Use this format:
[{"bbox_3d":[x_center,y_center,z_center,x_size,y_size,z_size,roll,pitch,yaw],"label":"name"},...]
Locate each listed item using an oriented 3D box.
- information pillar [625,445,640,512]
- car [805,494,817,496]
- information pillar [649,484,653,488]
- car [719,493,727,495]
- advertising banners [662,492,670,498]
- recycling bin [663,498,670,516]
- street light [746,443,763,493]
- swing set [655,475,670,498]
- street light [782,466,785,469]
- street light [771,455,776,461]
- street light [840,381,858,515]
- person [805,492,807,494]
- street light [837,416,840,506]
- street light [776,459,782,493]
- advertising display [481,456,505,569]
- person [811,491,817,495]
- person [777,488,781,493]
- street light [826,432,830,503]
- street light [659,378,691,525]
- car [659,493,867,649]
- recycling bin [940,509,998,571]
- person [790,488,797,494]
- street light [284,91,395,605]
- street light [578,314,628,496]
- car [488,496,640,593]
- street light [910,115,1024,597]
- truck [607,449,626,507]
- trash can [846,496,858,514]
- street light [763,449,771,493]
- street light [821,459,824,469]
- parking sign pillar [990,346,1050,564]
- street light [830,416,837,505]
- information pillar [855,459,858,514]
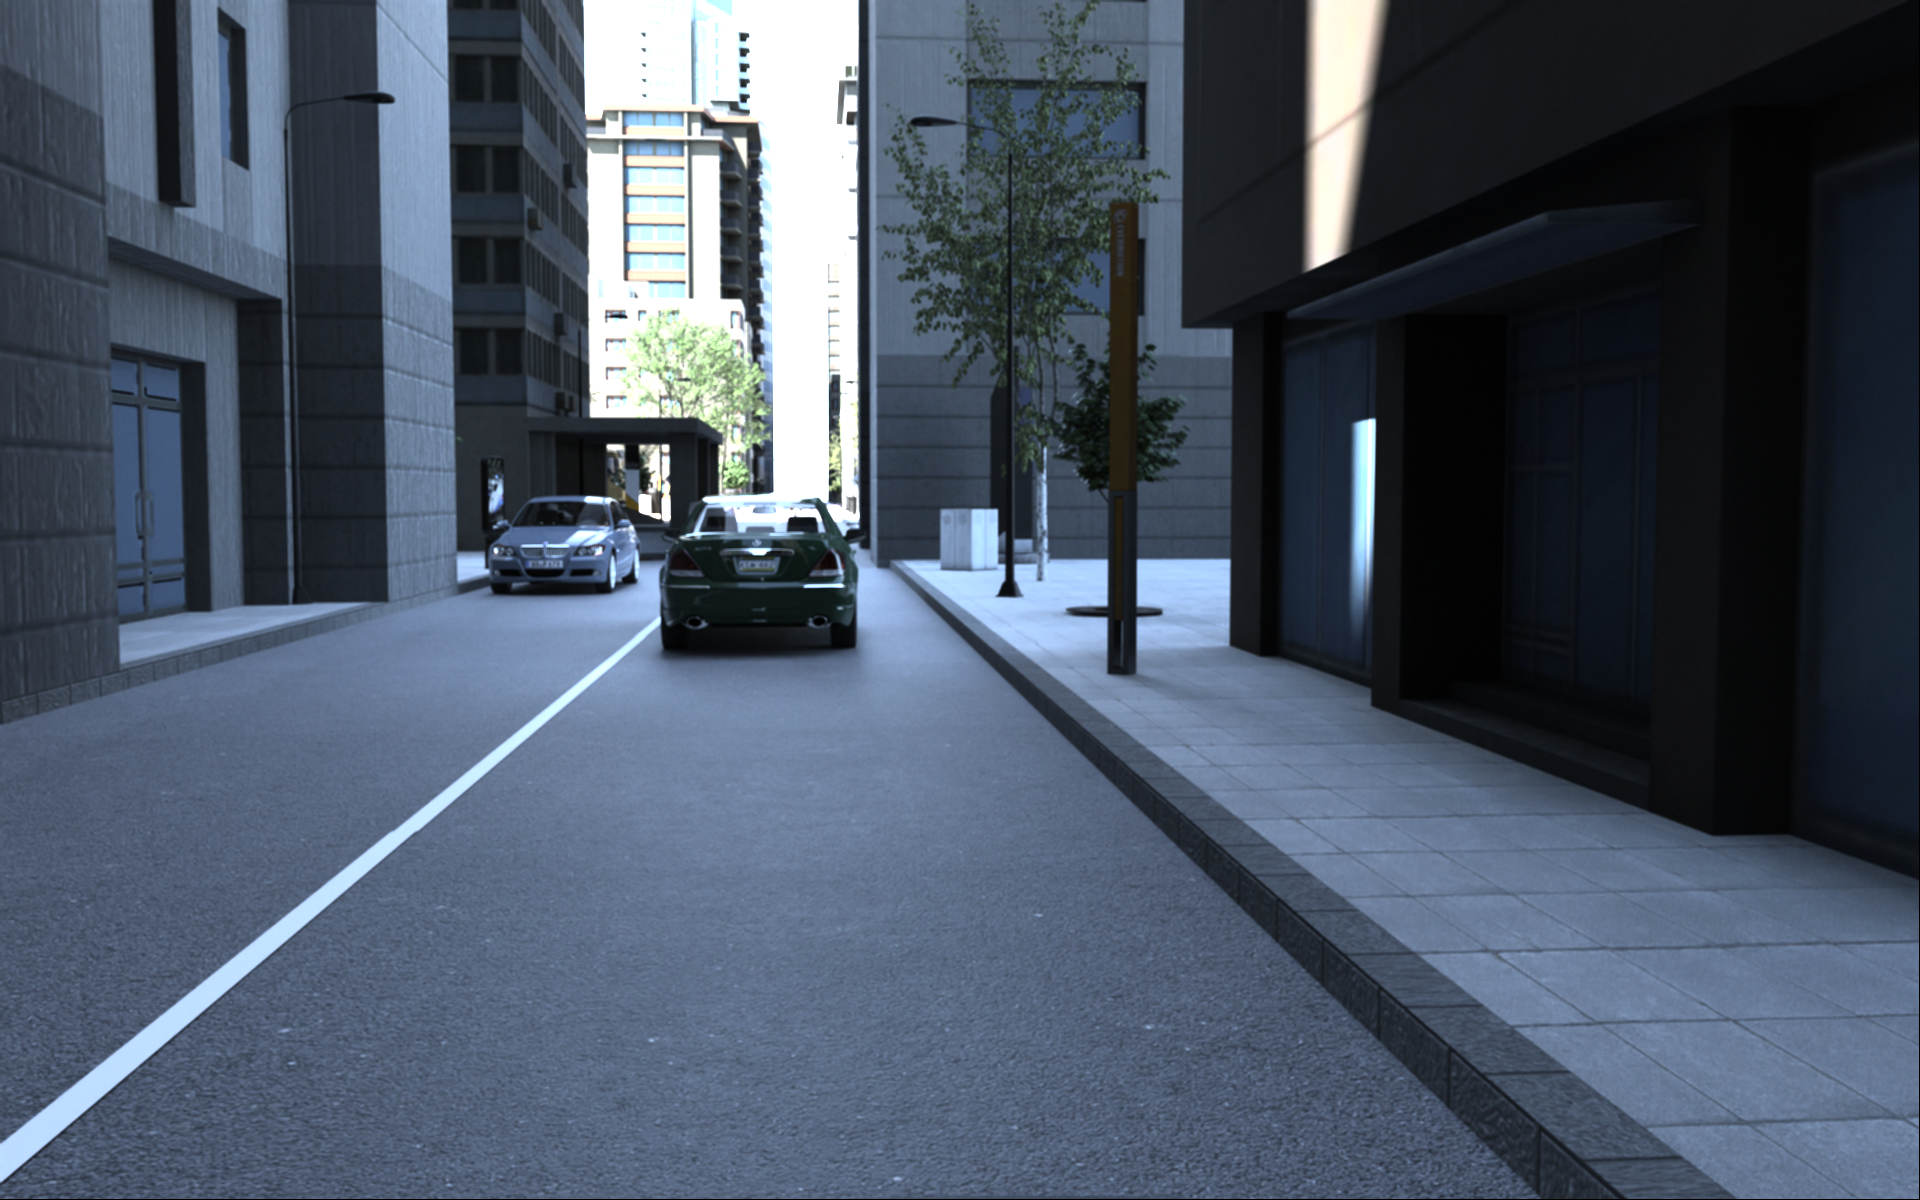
[{"bbox_3d":[-11.045,-4.105,58.465,0.504,3.616,0.183,-1,4,-14],"label":"information pillar"},{"bbox_3d":[-12.575,-8.111,144.615,2.014,1.417,4.499,0,4,-5],"label":"car"},{"bbox_3d":[-20.139,-6.612,112.591,0.304,2.012,0.304,3,5,42],"label":"information pillar"},{"bbox_3d":[-9.204,-3.373,64.187,2.155,1.783,4.494,0,4,-7],"label":"car"},{"bbox_3d":[-23.091,-8.707,138.540,2.074,3.025,0.090,0,4,1],"label":"advertising banners"},{"bbox_3d":[-17.478,-5.591,103.967,0.722,1.027,0.722,0,4,3],"label":"recycling bin"},{"bbox_3d":[-18.548,-11.134,154.582,1.470,5.913,1.316,0,4,-5],"label":"street light"},{"bbox_3d":[-20.355,-7.832,125.675,2.862,2.851,3.119,-1,4,-16],"label":"swing set"},{"bbox_3d":[-27.633,-17.712,262.135,1.470,5.913,1.316,0,4,-5],"label":"street light"},{"bbox_3d":[-22.724,-14.173,204.269,1.470,5.913,1.316,0,4,-5],"label":"street light"},{"bbox_3d":[-4.057,-6.026,71.071,1.470,5.913,1.316,0,4,-5],"label":"street light"},{"bbox_3d":[-21.194,-14.065,239.197,0.721,1.736,1.217,1,4,12],"label":"person"},{"bbox_3d":[-4.728,-6.509,78.962,1.470,5.913,1.316,0,4,-5],"label":"street light"},{"bbox_3d":[-25.549,-16.204,237.475,1.470,5.913,1.316,0,4,-5],"label":"street light"},{"bbox_3d":[-8.101,-1.520,30.068,0.123,1.923,0.974,0,4,2],"label":"advertising display"},{"bbox_3d":[-13.216,-8.983,156.172,0.742,1.727,0.445,0,4,6],"label":"person"},{"bbox_3d":[-10.792,-5.835,104.180,0.850,1.792,0.678,0,4,-1],"label":"person"},{"bbox_3d":[-9.062,-9.585,129.254,1.470,5.913,1.316,0,4,-5],"label":"street light"},{"bbox_3d":[-11.449,-5.925,69.417,1.470,5.913,1.316,0,4,-5],"label":"street light"},{"bbox_3d":[-1.984,-0.349,17.509,2.131,1.459,4.920,0,4,-5],"label":"car"},{"bbox_3d":[0.154,-1.020,29.232,0.722,1.027,0.722,3,5,41],"label":"recycling bin"},{"bbox_3d":[-10.297,-6.061,107.557,0.622,1.834,0.822,1,4,9],"label":"person"},{"bbox_3d":[-7.221,-2.909,20.102,1.470,5.913,1.316,0,4,-5],"label":"street light"},{"bbox_3d":[-9.256,-4.417,44.766,1.470,5.913,1.316,0,4,-5],"label":"street light"},{"bbox_3d":[-5.978,-0.889,26.541,2.014,1.417,4.499,0,4,-3],"label":"car"},{"bbox_3d":[0.085,-2.992,21.463,1.470,5.913,1.316,0,4,-5],"label":"street light"},{"bbox_3d":[-18.085,-4.760,73.750,9.791,3.379,3.469,0,4,-3],"label":"truck"},{"bbox_3d":[-7.037,-6.197,112.966,0.748,1.137,0.748,0,3,0],"label":"trash can"},{"bbox_3d":[-20.676,-12.665,179.607,1.470,5.913,1.316,0,4,-5],"label":"street light"},{"bbox_3d":[-15.406,-14.251,205.549,1.470,5.913,1.316,0,4,-5],"label":"street light"},{"bbox_3d":[0.952,-2.677,32.241,1.447,3.967,1.447,-1,4,-16],"label":"parking sign pillar"},{"bbox_3d":[-6.878,-8.017,103.616,1.470,5.913,1.316,0,4,-5],"label":"street light"},{"bbox_3d":[-6.879,-7.523,114.362,0.183,3.616,0.504,0,4,-7],"label":"information pillar"}]
